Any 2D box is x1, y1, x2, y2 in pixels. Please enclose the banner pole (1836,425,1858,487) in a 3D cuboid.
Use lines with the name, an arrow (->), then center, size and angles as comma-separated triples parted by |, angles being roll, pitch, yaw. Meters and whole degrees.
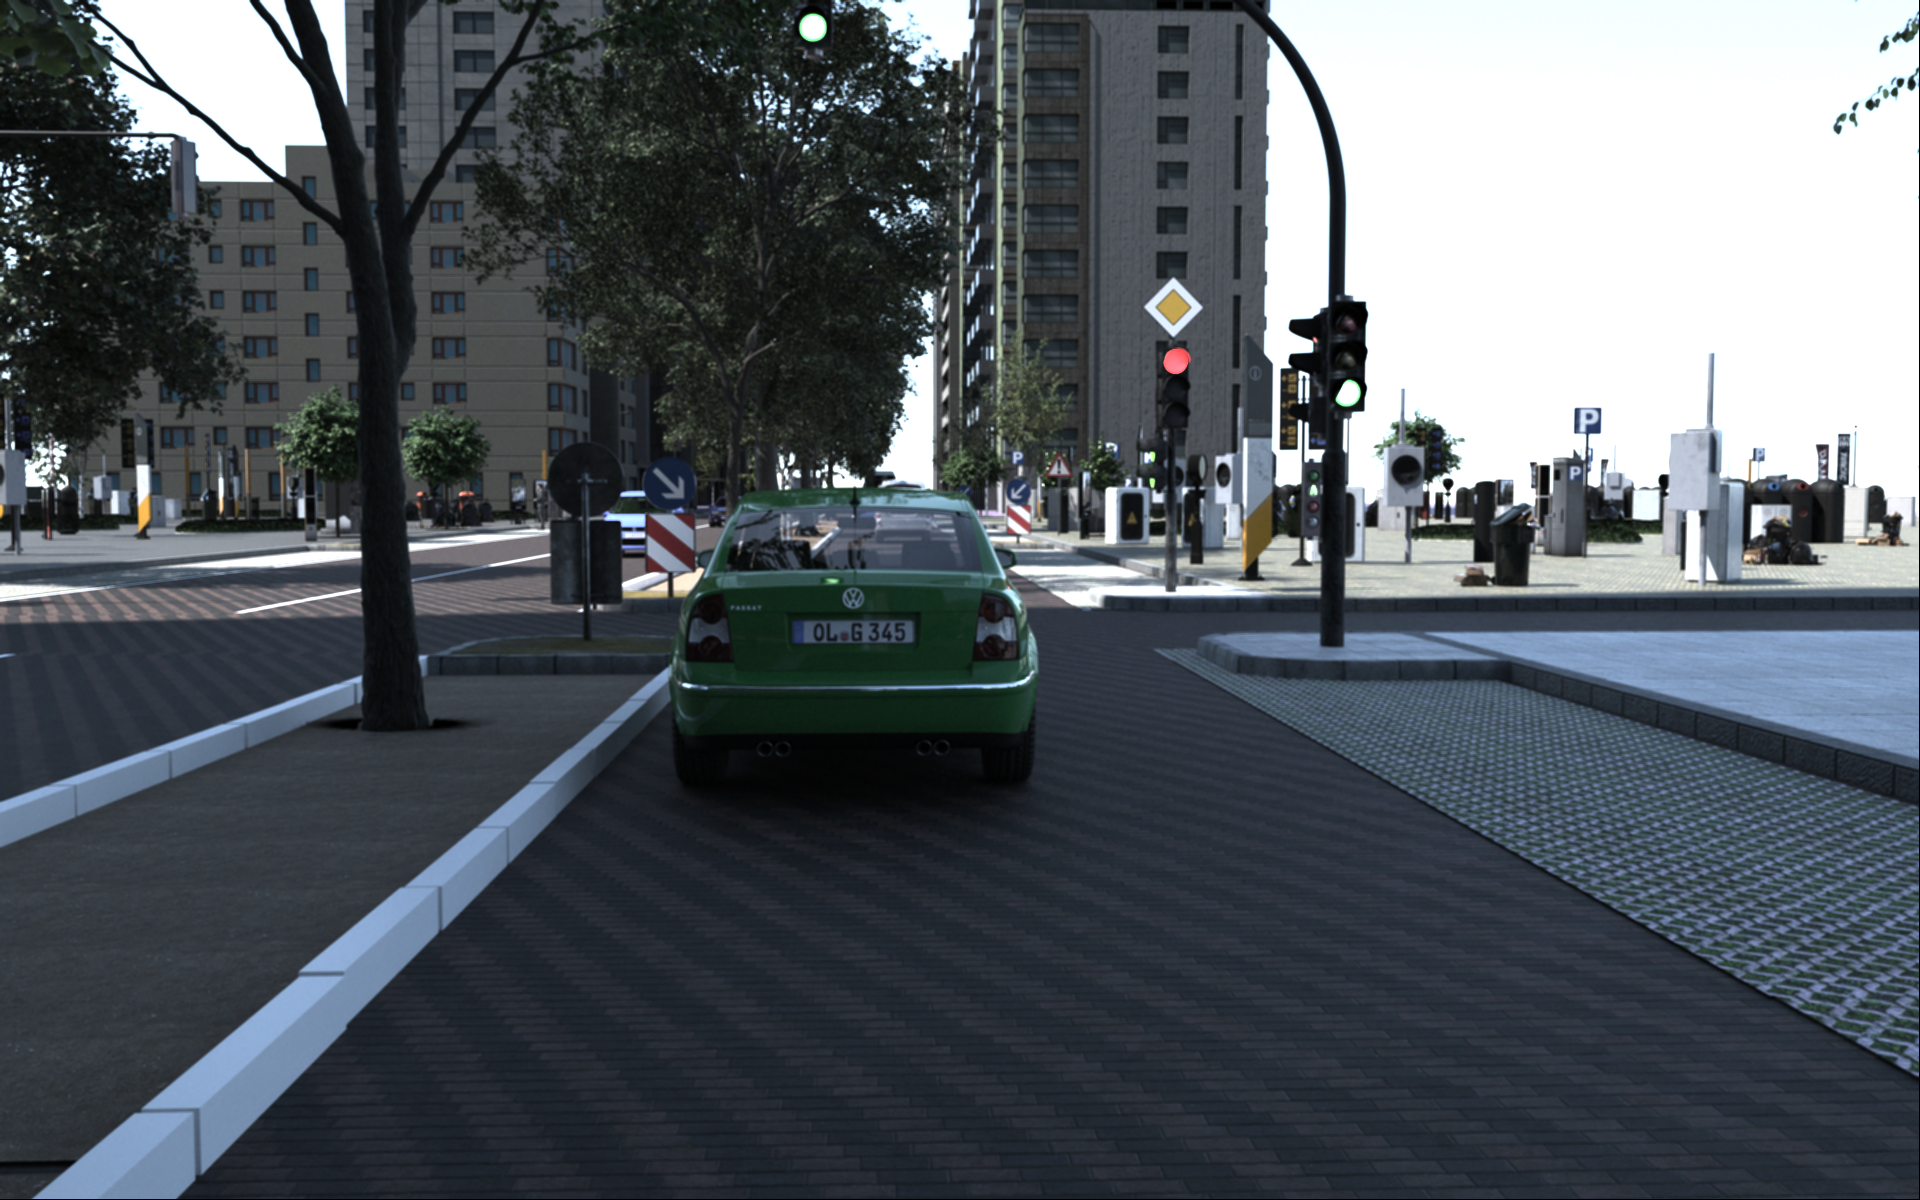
banner pole -> 32.107, -4.442, 62.645 | 0.863, 3.779, 0.401 | 0, 4, 5

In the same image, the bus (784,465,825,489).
bus -> -11.625, -8.495, 130.447 | 2.896, 3.916, 12.252 | 0, 4, -4

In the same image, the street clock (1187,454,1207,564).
street clock -> 4.338, -1.658, 31.684 | 0.358, 2.002, 0.471 | 2, 4, 26

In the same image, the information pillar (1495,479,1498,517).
information pillar -> 26.046, -4.849, 83.767 | 0.304, 2.012, 0.304 | 0, 4, -1

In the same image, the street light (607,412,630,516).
street light -> -19.324, -7.673, 97.988 | 1.470, 5.913, 1.316 | 0, 4, -3

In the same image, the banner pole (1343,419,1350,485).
banner pole -> 10.353, -3.482, 46.955 | 0.863, 3.779, 0.401 | -2, 4, -35

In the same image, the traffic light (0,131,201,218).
traffic light -> -12.071, -2.885, 21.834 | 4.771, 5.953, 1.251 | 0, 4, -3

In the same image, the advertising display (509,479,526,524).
advertising display -> -18.745, -4.171, 73.414 | 0.123, 1.923, 0.974 | 2, 4, 24

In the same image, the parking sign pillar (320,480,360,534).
parking sign pillar -> -19.869, -4.116, 55.771 | 1.447, 3.967, 1.447 | 2, 4, 32

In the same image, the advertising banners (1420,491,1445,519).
advertising banners -> 23.714, -5.622, 88.114 | 2.074, 3.025, 0.090 | -1, 4, -10

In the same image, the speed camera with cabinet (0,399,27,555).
speed camera with cabinet -> -20.595, -2.565, 36.271 | 2.038, 3.252, 0.660 | 1, 4, 16

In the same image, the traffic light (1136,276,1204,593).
traffic light -> 2.735, -2.055, 22.524 | 0.839, 4.253, 0.868 | 0, 4, -3

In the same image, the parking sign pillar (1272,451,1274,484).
parking sign pillar -> 13.583, -5.479, 78.046 | 1.447, 3.967, 1.447 | -2, 4, -29

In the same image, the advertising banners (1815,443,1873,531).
advertising banners -> 30.563, -3.900, 59.954 | 2.074, 3.025, 0.090 | 0, 4, -2

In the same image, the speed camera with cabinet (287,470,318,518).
speed camera with cabinet -> -33.980, -5.817, 89.449 | 0.660, 3.252, 2.038 | 1, 4, 9

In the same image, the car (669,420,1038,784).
car -> -0.594, -0.071, 9.961 | 1.959, 1.807, 4.718 | 0, 4, -3

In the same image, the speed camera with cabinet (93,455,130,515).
speed camera with cabinet -> -43.570, -5.798, 89.137 | 0.660, 3.252, 2.038 | 1, 4, 20

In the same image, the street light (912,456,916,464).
street light -> -4.783, -14.595, 211.172 | 1.470, 5.913, 1.316 | 0, 4, -3

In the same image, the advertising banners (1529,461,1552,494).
advertising banners -> 31.418, -5.915, 92.902 | 2.074, 3.025, 0.090 | -1, 4, -13

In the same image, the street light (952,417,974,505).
street light -> 0.272, -8.105, 105.053 | 1.470, 5.913, 1.316 | 0, 4, -3

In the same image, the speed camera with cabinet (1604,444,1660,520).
speed camera with cabinet -> 26.603, -4.537, 68.523 | 2.038, 3.252, 0.660 | 1, 4, 16

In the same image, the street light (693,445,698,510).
street light -> -21.438, -10.465, 143.644 | 1.470, 5.913, 1.316 | 0, 4, -3

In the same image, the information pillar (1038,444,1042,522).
information pillar -> 3.715, -5.485, 81.031 | 0.183, 3.616, 0.504 | 0, 4, -4

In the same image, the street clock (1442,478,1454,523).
street clock -> 21.905, -4.476, 77.745 | 0.358, 2.002, 0.471 | -3, 4, -37

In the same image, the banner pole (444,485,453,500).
banner pole -> -24.092, -5.607, 81.684 | 0.401, 3.779, 0.863 | 1, 4, 14

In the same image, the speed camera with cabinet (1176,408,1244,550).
speed camera with cabinet -> 5.950, -2.811, 40.294 | 0.660, 3.252, 2.038 | -2, 4, -26

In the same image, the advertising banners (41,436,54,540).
advertising banners -> -25.539, -3.198, 48.480 | 0.090, 3.025, 2.074 | -3, 4, -36

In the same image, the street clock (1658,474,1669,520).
street clock -> 25.043, -3.487, 61.579 | 0.358, 2.002, 0.471 | -1, 4, -15

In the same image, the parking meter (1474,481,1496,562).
parking meter -> 9.917, -1.488, 32.738 | 0.372, 1.533, 0.369 | 0, 3, 0

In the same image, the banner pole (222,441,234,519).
banner pole -> -34.748, -5.645, 82.320 | 0.401, 3.779, 0.863 | 2, 4, 28

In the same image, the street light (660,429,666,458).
street light -> -20.374, -9.083, 121.050 | 1.470, 5.913, 1.316 | 0, 4, -3

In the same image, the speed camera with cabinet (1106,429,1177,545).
speed camera with cabinet -> 4.721, -3.036, 43.968 | 2.038, 3.252, 0.660 | -2, 4, -25

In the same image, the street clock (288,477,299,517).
street clock -> -27.882, -4.153, 72.473 | 0.471, 2.002, 0.358 | 3, 4, 39

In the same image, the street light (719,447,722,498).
street light -> -22.592, -11.885, 166.853 | 1.470, 5.913, 1.316 | 0, 4, -3

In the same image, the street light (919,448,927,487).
street light -> -3.149, -12.329, 174.120 | 1.470, 5.913, 1.316 | 0, 4, -3

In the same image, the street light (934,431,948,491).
street light -> -0.949, -9.498, 127.831 | 1.470, 5.913, 1.316 | 0, 4, -3

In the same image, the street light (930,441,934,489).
street light -> -1.932, -10.911, 150.943 | 1.470, 5.913, 1.316 | 0, 4, -3

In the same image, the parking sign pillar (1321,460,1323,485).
parking sign pillar -> 20.387, -6.546, 95.496 | 1.447, 3.967, 1.447 | -2, 4, -24

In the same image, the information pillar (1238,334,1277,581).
information pillar -> 4.398, -2.096, 25.622 | 0.504, 3.616, 0.183 | -2, 4, -27

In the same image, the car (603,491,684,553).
car -> -7.412, -1.895, 40.572 | 1.945, 1.707, 3.694 | 0, 4, -4

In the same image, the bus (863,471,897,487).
bus -> -6.528, -8.982, 141.720 | 2.948, 3.499, 13.247 | 0, 4, -3

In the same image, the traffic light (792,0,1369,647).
traffic light -> 1.033, -2.424, 14.307 | 4.771, 5.953, 1.251 | 0, 4, -3

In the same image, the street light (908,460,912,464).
street light -> -5.865, -15.977, 233.765 | 1.470, 5.913, 1.316 | 0, 4, -3

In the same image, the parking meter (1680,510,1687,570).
parking meter -> 12.367, -1.272, 29.210 | 0.372, 1.533, 0.369 | 0, 3, 0

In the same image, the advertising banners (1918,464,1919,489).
advertising banners -> 56.029, -6.337, 99.800 | 0.090, 3.025, 2.074 | -1, 4, -18

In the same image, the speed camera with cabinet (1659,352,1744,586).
speed camera with cabinet -> 10.744, -1.870, 24.916 | 0.660, 3.252, 2.038 | 3, 4, 37

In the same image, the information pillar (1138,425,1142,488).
information pillar -> 6.045, -4.091, 58.247 | 0.183, 3.616, 0.504 | 1, 4, 11

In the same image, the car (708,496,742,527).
car -> -10.044, -3.896, 76.280 | 1.945, 1.354, 3.894 | 0, 4, -2

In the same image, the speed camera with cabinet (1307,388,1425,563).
speed camera with cabinet -> 7.528, -2.312, 32.140 | 2.038, 3.252, 0.660 | 0, 4, 4

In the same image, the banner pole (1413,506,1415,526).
banner pole -> 17.879, -4.824, 68.883 | 0.401, 3.779, 0.863 | -3, 5, -39

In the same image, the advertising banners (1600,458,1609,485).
advertising banners -> 30.966, -5.427, 84.922 | 2.074, 3.025, 0.090 | -1, 4, -19

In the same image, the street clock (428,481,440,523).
street clock -> -23.046, -4.365, 75.936 | 0.471, 2.002, 0.358 | 0, 4, 5

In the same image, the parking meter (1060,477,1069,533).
parking meter -> 3.390, -3.117, 56.682 | 0.255, 1.863, 0.399 | -1, 4, -12
